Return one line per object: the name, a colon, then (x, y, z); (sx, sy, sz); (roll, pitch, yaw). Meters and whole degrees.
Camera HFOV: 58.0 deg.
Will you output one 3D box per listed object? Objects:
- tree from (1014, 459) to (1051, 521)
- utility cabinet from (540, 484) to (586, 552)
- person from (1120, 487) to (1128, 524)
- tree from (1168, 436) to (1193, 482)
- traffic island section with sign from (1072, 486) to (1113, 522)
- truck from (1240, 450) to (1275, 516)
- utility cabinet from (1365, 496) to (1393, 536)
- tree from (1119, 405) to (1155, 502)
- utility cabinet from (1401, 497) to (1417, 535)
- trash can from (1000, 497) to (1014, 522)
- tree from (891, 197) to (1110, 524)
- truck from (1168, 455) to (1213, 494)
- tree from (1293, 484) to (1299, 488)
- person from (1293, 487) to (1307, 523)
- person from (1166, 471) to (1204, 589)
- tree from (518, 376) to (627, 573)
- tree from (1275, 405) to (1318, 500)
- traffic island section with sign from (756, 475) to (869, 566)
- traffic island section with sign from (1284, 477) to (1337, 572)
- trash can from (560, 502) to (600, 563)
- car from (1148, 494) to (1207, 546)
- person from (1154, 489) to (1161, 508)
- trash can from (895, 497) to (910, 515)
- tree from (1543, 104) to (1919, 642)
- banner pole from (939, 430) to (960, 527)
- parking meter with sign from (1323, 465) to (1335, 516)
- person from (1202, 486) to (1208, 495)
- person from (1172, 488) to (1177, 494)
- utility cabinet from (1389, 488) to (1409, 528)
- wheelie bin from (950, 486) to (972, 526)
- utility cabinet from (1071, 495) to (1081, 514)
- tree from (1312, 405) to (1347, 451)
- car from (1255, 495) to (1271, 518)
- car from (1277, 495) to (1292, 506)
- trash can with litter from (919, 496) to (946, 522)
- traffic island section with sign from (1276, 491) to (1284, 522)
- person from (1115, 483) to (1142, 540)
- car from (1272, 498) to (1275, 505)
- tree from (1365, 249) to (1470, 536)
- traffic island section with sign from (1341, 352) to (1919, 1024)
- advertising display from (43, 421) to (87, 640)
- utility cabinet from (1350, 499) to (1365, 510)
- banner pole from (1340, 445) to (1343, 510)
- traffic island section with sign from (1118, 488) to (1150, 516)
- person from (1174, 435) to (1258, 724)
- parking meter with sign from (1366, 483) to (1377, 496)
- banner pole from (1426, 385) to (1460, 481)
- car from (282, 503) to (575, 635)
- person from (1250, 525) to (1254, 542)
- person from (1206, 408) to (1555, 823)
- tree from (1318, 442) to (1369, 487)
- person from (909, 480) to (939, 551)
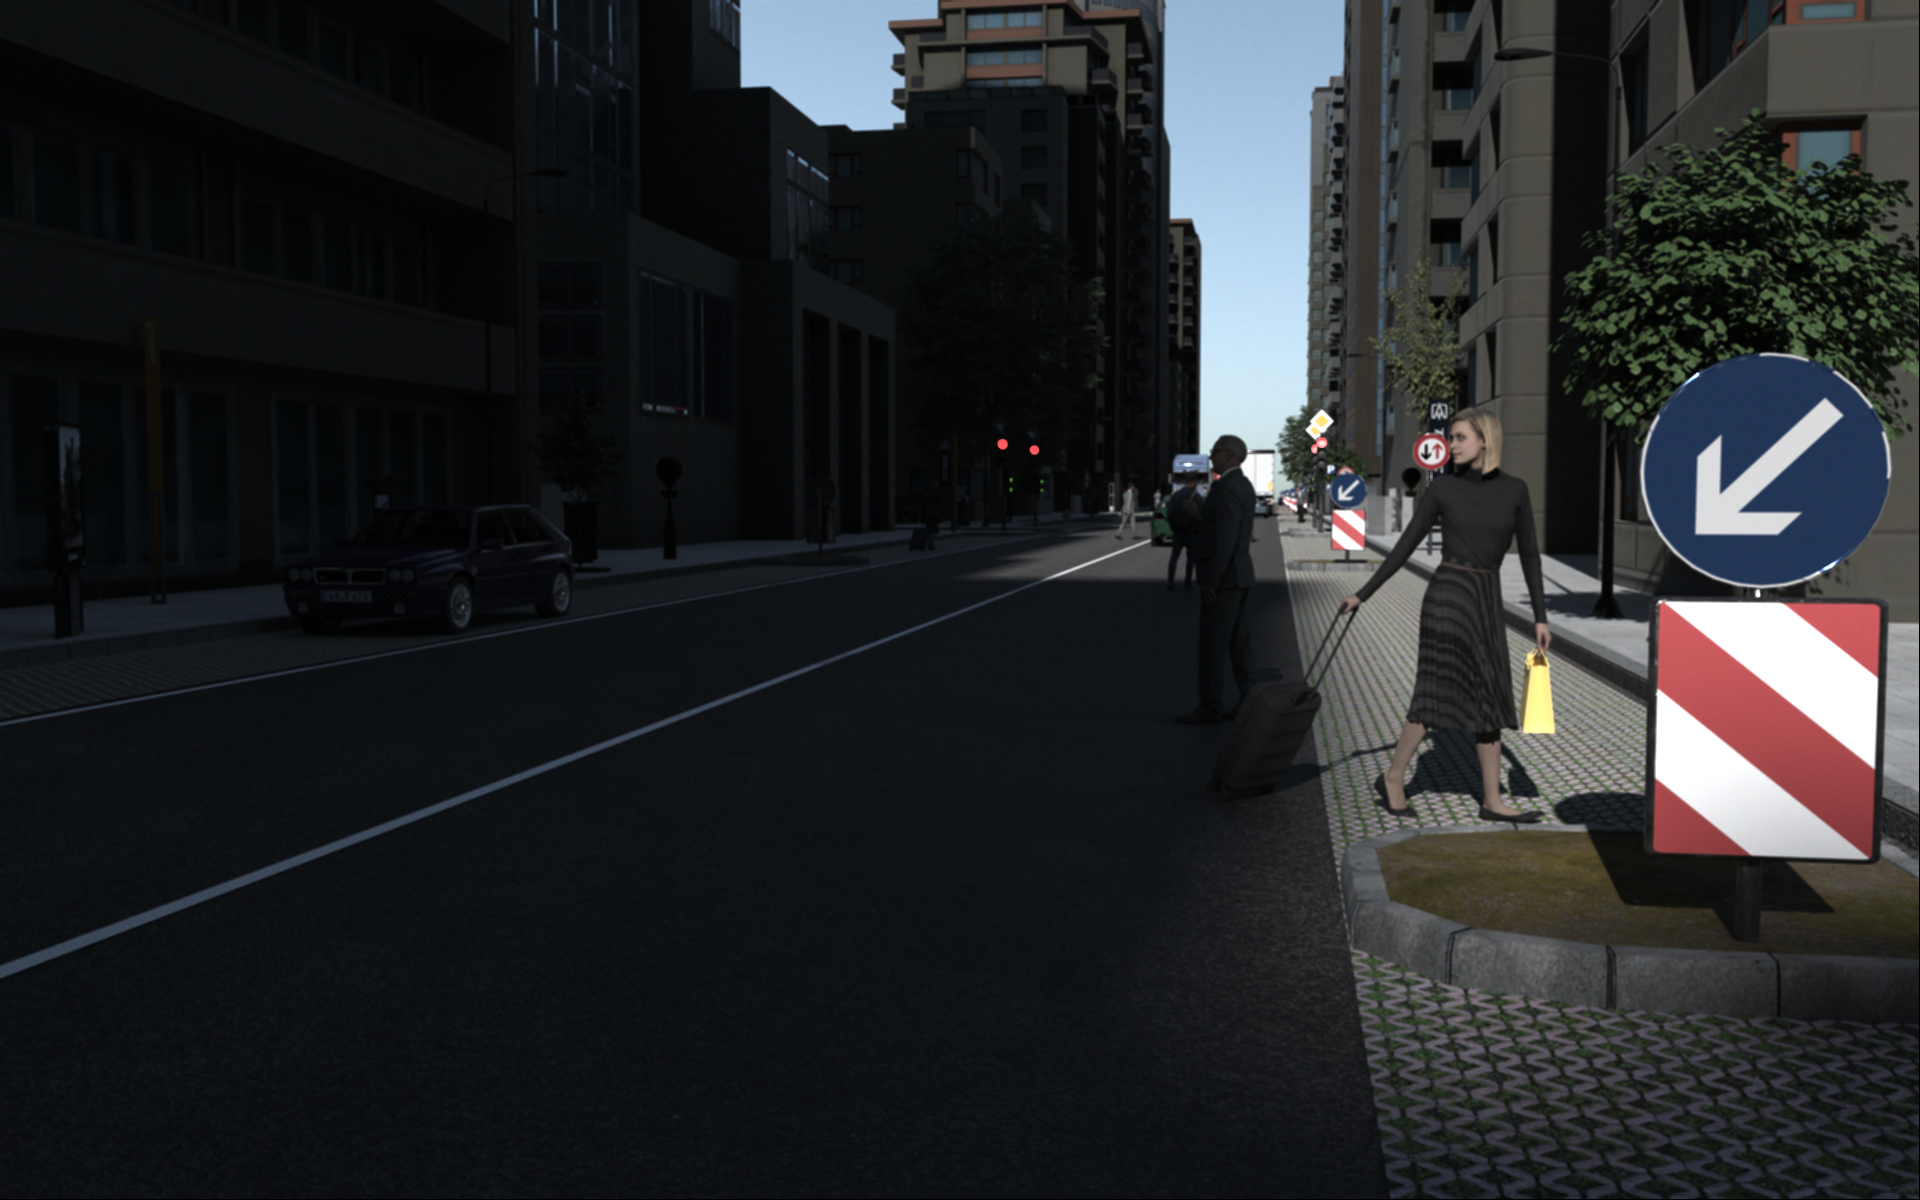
tree: (3.213, -5.340, 81.918); (1.663, 3.219, 1.824); (0, 3, 0)
utility cabinet: (-8.643, -1.750, 37.295); (0.318, 1.500, 1.173); (3, 5, 44)
person: (7.900, -4.566, 83.706); (0.362, 1.759, 0.519); (-1, 4, -22)
tree: (27.728, -16.359, 217.839); (4.360, 8.622, 3.978); (0, 3, 0)
traffic island section with sign: (6.841, -4.923, 89.114); (1.989, 1.847, 2.006); (1, 4, 10)
truck: (19.590, -7.751, 115.642); (2.839, 4.237, 11.283); (1, 4, 9)
utility cabinet: (12.959, -2.585, 53.427); (0.306, 1.237, 1.020); (-1, 4, -17)
tree: (13.239, -11.531, 138.898); (4.737, 8.622, 4.395); (0, 3, 0)
utility cabinet: (11.390, -2.001, 43.876); (0.306, 1.237, 1.020); (1, 4, 20)
trash can: (2.085, -4.116, 78.947); (0.748, 1.137, 0.748); (0, 3, 0)
tree: (1.608, -10.317, 75.334); (9.857, 13.997, 8.962); (0, 3, 0)
truck: (16.682, -8.184, 123.563); (2.967, 4.110, 18.799); (1, 4, 9)
tree: (56.397, -18.053, 289.772); (1.663, 3.219, 1.824); (0, 3, 0)
person: (16.777, -4.693, 85.415); (0.473, 1.802, 0.592); (-3, 5, -40)
person: (3.398, -1.051, 26.034); (0.623, 1.781, 0.721); (1, 4, 14)
tree: (-6.225, -2.075, 28.521); (1.663, 3.219, 1.824); (0, 3, 0)
tree: (43.912, -18.480, 220.280); (7.486, 12.596, 7.792); (0, 3, 0)
traffic island section with sign: (-2.920, -1.624, 35.175); (1.989, 1.847, 2.006); (1, 4, 10)
traffic island section with sign: (7.184, -1.472, 32.688); (1.989, 1.847, 2.006); (1, 4, 10)
trash can: (-7.077, -1.264, 32.319); (0.748, 1.137, 0.748); (0, 3, 0)
car: (6.330, -2.253, 48.640); (2.131, 1.459, 4.920); (1, 4, 9)
person: (14.187, -7.087, 124.559); (0.511, 1.800, 0.466); (1, 4, 20)
trash can: (-2.608, -4.101, 78.706); (0.748, 1.137, 0.748); (0, 3, 0)
tree: (6.656, -1.892, 14.642); (4.285, 4.588, 4.351); (0, 3, 0)
banner pole: (-0.425, -4.726, 67.289); (0.863, 3.779, 0.401); (1, 4, 12)
parking meter with sign: (22.153, -6.601, 104.194); (0.543, 3.016, 1.738); (0, 4, 3)
person: (12.411, -4.823, 87.314); (0.822, 1.834, 0.622); (1, 4, 9)
person: (11.964, -5.369, 96.764); (0.782, 1.767, 0.515); (1, 4, 11)
utility cabinet: (16.435, -3.440, 64.921); (0.318, 1.500, 1.173); (3, 4, 38)
wheelie bin: (0.049, -3.738, 69.020); (0.980, 1.594, 0.693); (3, 4, 38)
utility cabinet: (7.640, -6.308, 114.299); (0.306, 1.237, 1.020); (2, 4, 31)
tree: (31.260, -11.883, 144.655); (4.360, 8.622, 3.978); (0, 3, 0)
car: (17.653, -5.631, 104.064); (2.014, 1.417, 4.499); (1, 4, 9)
car: (36.481, -11.086, 193.837); (1.945, 1.354, 3.894); (1, 4, 10)
trash can with litter: (-1.463, -4.293, 81.255); (1.678, 1.210, 2.233); (3, 4, 37)
traffic island section with sign: (17.143, -4.840, 87.756); (1.989, 1.847, 2.006); (1, 4, 10)
person: (5.287, -2.788, 54.351); (0.850, 1.792, 0.678); (-1, 4, -18)
car: (26.893, -8.870, 154.057); (2.155, 1.783, 4.494); (1, 4, 11)
tree: (14.613, -6.272, 52.905); (4.737, 8.622, 4.395); (0, 3, 0)
traffic island section with sign: (2.288, 0.182, 5.654); (1.989, 1.847, 2.006); (1, 4, 10)
advertising display: (-8.074, -0.638, 15.650); (0.123, 1.923, 0.974); (-1, 4, -15)
utility cabinet: (18.788, -4.297, 81.410); (1.020, 1.237, 0.306); (-3, 4, -37)
banner pole: (19.613, -6.060, 89.100); (0.401, 3.779, 0.863); (1, 4, 13)
traffic island section with sign: (11.650, -6.545, 115.638); (1.989, 1.847, 2.006); (1, 4, 10)
person: (1.606, -0.138, 10.934); (0.590, 1.801, 0.661); (1, 4, 20)
parking meter with sign: (27.553, -7.316, 115.880); (1.738, 3.016, 0.543); (0, 4, 0)
banner pole: (11.196, -3.053, 39.934); (0.863, 3.779, 0.401); (0, 4, 2)
car: (-5.676, -0.387, 18.907); (1.945, 1.354, 3.894); (1, 4, 11)
person: (8.498, -2.641, 51.649); (0.622, 1.834, 0.822); (0, 4, 0)
person: (1.927, 0.057, 7.784); (1.509, 1.804, 0.699); (3, 5, 44)
tree: (23.531, -7.556, 107.257); (4.285, 4.588, 4.351); (0, 3, 0)
person: (-0.872, -2.152, 43.896); (0.699, 1.804, 1.509); (2, 4, 29)
